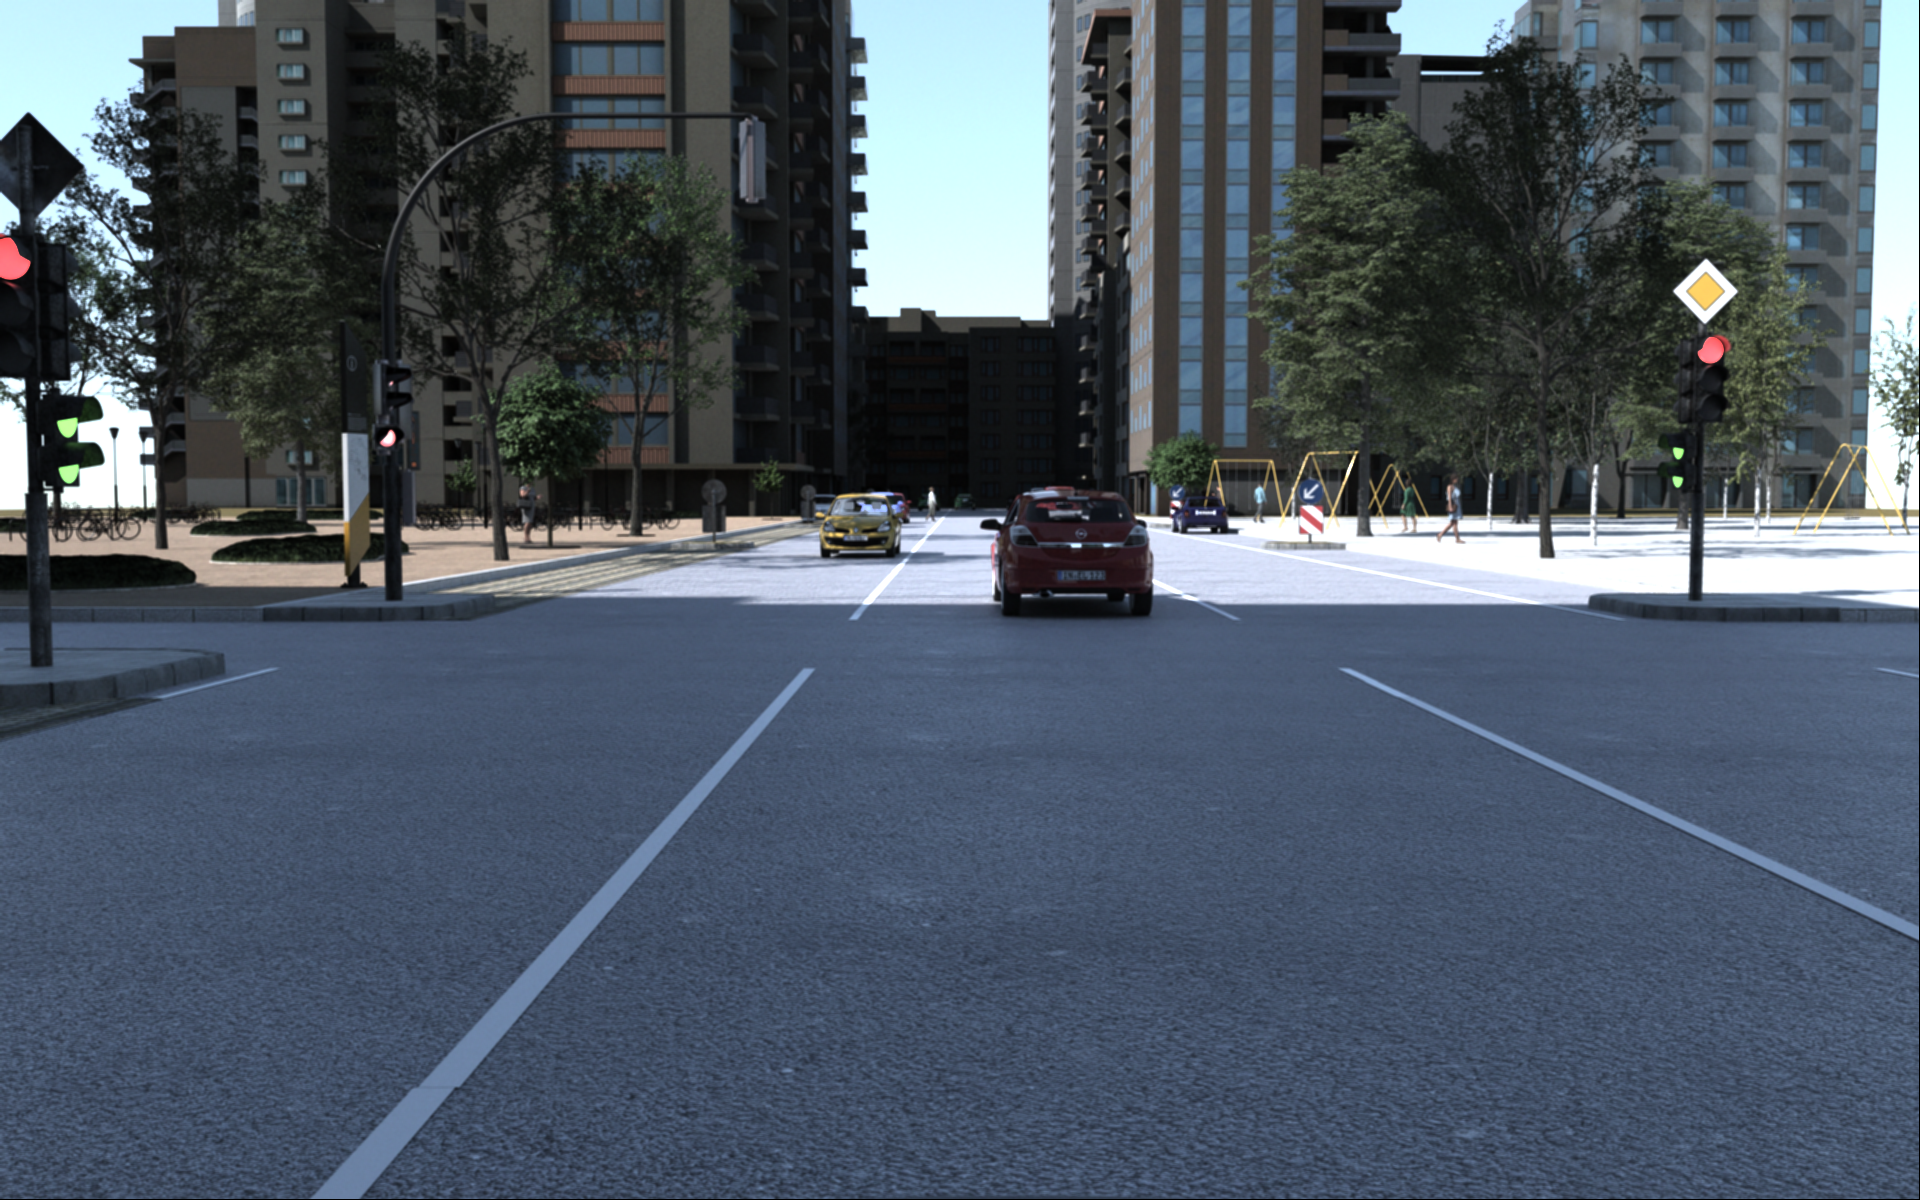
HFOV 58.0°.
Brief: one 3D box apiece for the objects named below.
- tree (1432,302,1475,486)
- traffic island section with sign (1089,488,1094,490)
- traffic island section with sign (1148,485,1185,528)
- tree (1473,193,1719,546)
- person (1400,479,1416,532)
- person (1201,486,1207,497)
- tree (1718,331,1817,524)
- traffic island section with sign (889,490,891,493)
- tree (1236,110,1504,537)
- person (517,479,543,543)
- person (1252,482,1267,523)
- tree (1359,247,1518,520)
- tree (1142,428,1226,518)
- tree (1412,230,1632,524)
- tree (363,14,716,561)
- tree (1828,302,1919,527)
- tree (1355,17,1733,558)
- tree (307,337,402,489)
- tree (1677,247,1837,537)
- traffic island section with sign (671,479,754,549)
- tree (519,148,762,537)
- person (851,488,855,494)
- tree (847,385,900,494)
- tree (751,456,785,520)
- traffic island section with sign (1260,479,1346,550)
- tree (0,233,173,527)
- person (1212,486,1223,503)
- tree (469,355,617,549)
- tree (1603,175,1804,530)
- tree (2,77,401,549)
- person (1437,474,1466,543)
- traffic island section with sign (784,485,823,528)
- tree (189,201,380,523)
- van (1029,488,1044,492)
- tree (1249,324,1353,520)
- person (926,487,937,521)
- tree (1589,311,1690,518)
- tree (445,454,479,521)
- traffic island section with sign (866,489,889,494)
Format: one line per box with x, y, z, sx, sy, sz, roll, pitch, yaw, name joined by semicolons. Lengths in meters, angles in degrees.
18.927;-6.815;61.789;4.360;8.622;3.978;0;3;0;tree
9.147;-6.973;122.631;1.989;1.847;2.006;0;4;0;traffic island section with sign
9.018;-3.967;73.489;1.989;1.847;2.006;0;4;0;traffic island section with sign
15.600;-5.652;42.768;4.360;8.622;3.978;0;3;0;tree
15.066;-3.168;58.095;0.529;1.795;0.600;2;4;35;person
14.052;-5.647;98.899;0.721;1.766;1.217;0;4;1;person
34.386;-7.541;73.660;4.360;8.622;3.978;0;3;0;tree
-6.213;-8.642;149.928;1.989;1.847;2.006;0;4;0;traffic island section with sign
12.122;-8.156;51.478;7.486;12.596;7.792;0;3;0;tree
-11.313;-2.388;45.438;0.532;1.782;0.716;2;4;28;person
13.333;-4.365;77.272;0.748;1.841;0.638;-1;4;-18;person
24.757;-10.953;85.736;9.857;13.997;8.962;0;3;0;tree
11.968;-6.681;92.946;4.285;4.588;4.351;0;3;0;tree
24.213;-9.633;74.505;9.611;12.733;9.660;0;3;0;tree
-8.963;-6.057;33.439;8.767;10.594;7.601;-1;4;-23;tree
37.055;-7.149;67.252;4.737;8.622;4.395;0;3;0;tree
11.443;-6.121;34.494;7.601;10.594;8.767;1;4;13;tree
-27.132;-7.845;78.625;4.360;8.622;3.978;0;3;0;tree
23.496;-6.179;51.389;4.737;8.622;4.395;0;3;0;tree
-6.465;-2.257;45.524;1.989;1.847;2.006;0;4;0;traffic island section with sign
-9.730;-7.740;52.306;9.928;11.665;9.643;0;3;0;tree
-8.667;-8.256;141.737;0.721;1.736;1.217;-3;5;-43;person
-9.106;-12.852;144.542;8.767;10.594;7.601;0;4;3;tree
-9.383;-5.623;86.531;1.663;3.219;1.824;0;3;0;tree
8.955;-2.254;45.476;1.989;1.847;2.006;0;4;0;traffic island section with sign
-35.013;-8.652;67.213;9.928;11.665;9.643;0;3;0;tree
14.440;-5.558;97.445;0.750;1.759;0.617;1;4;21;person
-9.819;-3.504;40.998;4.285;4.588;4.351;0;3;0;tree
26.445;-8.819;62.322;7.486;12.596;7.792;0;3;0;tree
-18.685;-6.444;39.768;8.767;10.594;7.601;0;4;4;tree
12.812;-2.388;45.180;0.778;1.811;0.616;2;4;35;person
-6.388;-3.958;73.349;1.989;1.847;2.006;0;4;0;traffic island section with sign
-26.405;-9.165;67.972;7.486;12.596;7.792;0;3;0;tree
5.479;-6.988;121.267;2.013;2.044;4.112;0;4;-1;van
14.625;-7.527;73.432;4.360;8.622;3.978;0;3;0;tree
-1.515;-5.004;90.539;0.641;1.798;0.478;-1;4;-12;person
35.025;-10.142;91.572;9.928;11.665;9.643;0;3;0;tree
-23.676;-5.426;83.317;1.663;3.219;1.824;0;3;0;tree
-6.276;-6.994;122.973;1.989;1.847;2.006;0;4;0;traffic island section with sign
